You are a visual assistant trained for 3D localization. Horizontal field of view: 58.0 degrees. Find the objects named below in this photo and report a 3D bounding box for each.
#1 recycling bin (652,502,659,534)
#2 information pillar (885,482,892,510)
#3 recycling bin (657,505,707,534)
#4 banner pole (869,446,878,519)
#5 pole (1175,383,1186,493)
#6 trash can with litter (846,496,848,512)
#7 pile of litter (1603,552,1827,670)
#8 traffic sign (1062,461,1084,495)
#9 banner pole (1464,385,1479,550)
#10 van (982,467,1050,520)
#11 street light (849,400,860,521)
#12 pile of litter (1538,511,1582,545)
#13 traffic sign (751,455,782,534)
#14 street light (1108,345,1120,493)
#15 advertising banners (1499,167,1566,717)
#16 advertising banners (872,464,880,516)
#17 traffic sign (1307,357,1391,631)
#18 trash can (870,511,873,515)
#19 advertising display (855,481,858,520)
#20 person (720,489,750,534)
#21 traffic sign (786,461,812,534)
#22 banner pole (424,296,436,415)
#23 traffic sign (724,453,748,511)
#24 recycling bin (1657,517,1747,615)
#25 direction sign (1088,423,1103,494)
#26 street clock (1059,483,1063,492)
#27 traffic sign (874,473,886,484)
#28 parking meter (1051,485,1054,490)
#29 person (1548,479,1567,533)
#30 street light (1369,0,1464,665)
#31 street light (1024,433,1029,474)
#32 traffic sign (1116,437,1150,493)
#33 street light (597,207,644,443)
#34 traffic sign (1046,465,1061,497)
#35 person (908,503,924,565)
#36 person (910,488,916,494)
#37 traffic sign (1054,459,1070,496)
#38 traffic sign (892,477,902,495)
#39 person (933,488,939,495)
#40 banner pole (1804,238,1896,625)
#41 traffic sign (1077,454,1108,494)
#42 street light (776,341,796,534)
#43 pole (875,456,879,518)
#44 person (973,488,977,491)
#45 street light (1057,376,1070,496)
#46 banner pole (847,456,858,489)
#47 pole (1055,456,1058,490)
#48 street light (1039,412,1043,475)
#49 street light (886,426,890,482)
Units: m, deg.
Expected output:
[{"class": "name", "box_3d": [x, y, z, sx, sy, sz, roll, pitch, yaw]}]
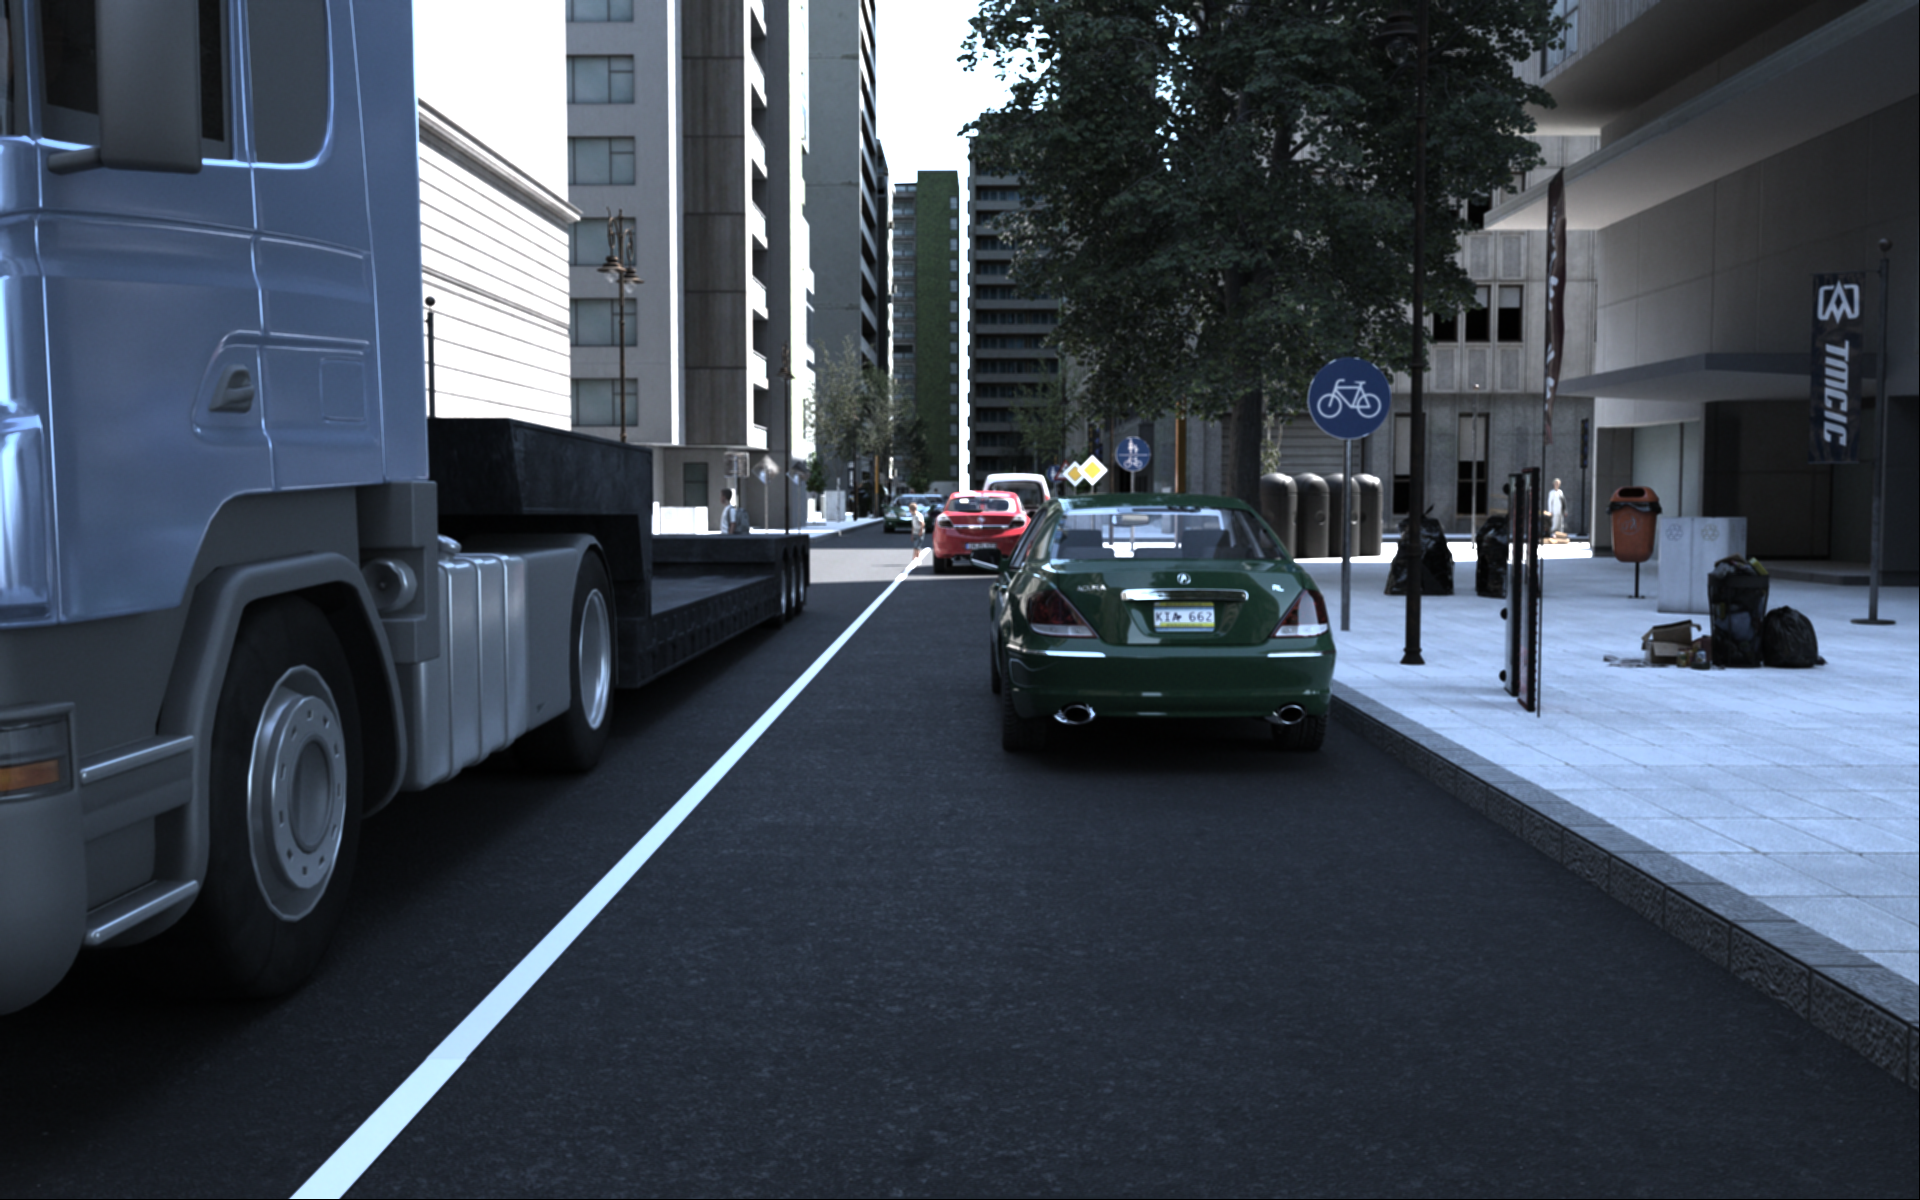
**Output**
[{"class": "recycling bin", "box_3d": [-9.477, -2.415, 52.045, 0.722, 1.027, 0.722, 0, 4, 2]}, {"class": "information pillar", "box_3d": [-4.212, -5.944, 101.672, 0.304, 2.012, 0.304, -2, 4, -29]}, {"class": "recycling bin", "box_3d": [-5.305, -1.269, 33.300, 0.722, 1.027, 0.722, 1, 4, 10]}, {"class": "banner pole", "box_3d": [-4.537, -6.076, 89.357, 0.401, 3.779, 0.863, 1, 4, 17]}, {"class": "pole", "box_3d": [3.998, -2.297, 31.391, 0.158, 3.312, 0.155, 0, 3, 0]}, {"class": "trash can with litter", "box_3d": [-8.011, -6.365, 115.452, 1.055, 1.170, 0.624, 2, 4, 33]}, {"class": "pile of litter", "box_3d": [5.720, 0.052, 13.117, 1.719, 0.858, 1.176, 1, 4, 10]}, {"class": "traffic sign", "box_3d": [3.455, -2.959, 52.029, 0.795, 2.450, 0.064, 0, 4, 1]}, {"class": "banner pole", "box_3d": [11.899, -3.064, 40.106, 0.401, 3.779, 0.863, 1, 4, 12]}, {"class": "van", "box_3d": [1.182, -1.874, 37.656, 2.013, 2.044, 4.112, 0, 4, 1]}, {"class": "street light", "box_3d": [-4.999, -6.685, 82.089, 0.468, 5.910, 1.993, 0, 4, 1]}, {"class": "pile of litter", "box_3d": [14.932, -1.831, 43.903, 1.719, 0.858, 1.176, 1, 4, 12]}, {"class": "traffic sign", "box_3d": [-4.931, -2.478, 44.161, 0.795, 2.450, 0.064, 0, 4, 1]}, {"class": "street light", "box_3d": [3.751, -4.282, 42.800, 0.468, 5.910, 1.993, 0, 4, 1]}, {"class": "advertising banners", "box_3d": [3.417, -0.867, 10.364, 0.090, 3.025, 2.074, 1, 4, 11]}, {"class": "advertising banners", "box_3d": [-4.973, -6.455, 101.729, 0.090, 3.025, 2.074, 1, 4, 12]}, {"class": "traffic sign", "box_3d": [3.621, -0.984, 16.199, 0.768, 2.556, 0.104, 0, 4, 4]}, {"class": "trash can", "box_3d": [-5.676, -5.929, 108.590, 0.748, 1.137, 0.748, 0, 3, 0]}, {"class": "advertising display", "box_3d": [-5.125, -4.913, 85.546, 0.123, 1.923, 0.974, 0, 4, 1]}, {"class": "person", "box_3d": [-3.331, -0.855, 25.079, 0.503, 1.515, 0.523, 3, 5, 43]}, {"class": "traffic sign", "box_3d": [-4.838, -2.967, 52.145, 0.795, 2.450, 0.064, 0, 4, 1]}, {"class": "banner pole", "box_3d": [-6.825, -1.946, 21.828, 0.401, 3.779, 0.863, 2, 4, 31]}, {"class": "traffic sign", "box_3d": [-5.517, -2.479, 42.662, 0.606, 2.300, 0.079, 0, 4, 5]}, {"class": "recycling bin", "box_3d": [8.034, -0.379, 18.751, 0.722, 1.027, 0.722, 3, 5, 40]}, {"class": "direction sign", "box_3d": [4.278, -3.874, 55.330, 0.379, 3.537, 0.876, -1, 4, -18]}, {"class": "street clock", "box_3d": [6.423, -6.405, 109.291, 0.358, 2.002, 0.471, -2, 4, -25]}, {"class": "traffic sign", "box_3d": [-4.795, -6.292, 102.975, 0.768, 2.556, 0.104, 0, 4, 5]}, {"class": "parking meter", "box_3d": [5.897, -6.288, 108.524, 0.399, 1.863, 0.255, -3, 5, -42]}, {"class": "person", "box_3d": [16.280, -2.390, 47.454, 0.818, 1.842, 0.514, 2, 4, 28]}, {"class": "street light", "box_3d": [3.420, -2.454, 12.912, 0.468, 5.910, 1.993, 0, 4, 1]}, {"class": "street light", "box_3d": [4.871, -9.417, 126.759, 0.468, 5.910, 1.993, 0, 4, 1]}, {"class": "traffic sign", "box_3d": [3.852, -2.357, 38.642, 0.768, 2.556, 0.104, 0, 4, 2]}, {"class": "street light", "box_3d": [-5.496, -3.391, 28.226, 0.468, 5.910, 1.993, 0, 4, 1]}, {"class": "traffic sign", "box_3d": [4.163, -4.629, 75.784, 0.768, 2.556, 0.104, 0, 4, 5]}, {"class": "person", "box_3d": [-0.877, -1.331, 34.945, 0.352, 1.250, 0.332, 1, 4, 8]}, {"class": "person", "box_3d": [-3.011, -6.277, 111.102, 0.573, 1.828, 0.580, -3, 5, -44]}, {"class": "traffic sign", "box_3d": [3.957, -3.963, 64.798, 0.884, 2.594, 0.081, 0, 4, 8]}, {"class": "traffic sign", "box_3d": [-4.680, -7.727, 126.342, 0.884, 2.594, 0.081, 0, 4, 5]}, {"class": "person", "box_3d": [-1.397, -6.023, 107.319, 0.599, 1.781, 0.374, 1, 4, 18]}, {"class": "banner pole", "box_3d": [8.854, -1.661, 17.177, 0.863, 3.779, 0.401, 2, 4, 33]}, {"class": "traffic sign", "box_3d": [3.362, -2.471, 44.044, 0.795, 2.450, 0.064, 0, 4, 1]}, {"class": "street light", "box_3d": [-5.241, -4.864, 52.321, 0.468, 5.910, 1.993, 0, 4, 1]}, {"class": "pole", "box_3d": [-4.421, -6.032, 92.471, 0.158, 3.312, 0.155, 0, 3, 0]}, {"class": "person", "box_3d": [0.673, -4.739, 86.818, 0.643, 1.720, 0.563, 2, 4, 32]}, {"class": "street light", "box_3d": [4.070, -5.821, 67.959, 0.468, 5.910, 1.993, 0, 4, 1]}, {"class": "banner pole", "box_3d": [-6.942, -7.535, 113.206, 0.863, 3.779, 0.401, 0, 4, 7]}, {"class": "pole", "box_3d": [5.081, -5.962, 91.320, 0.158, 3.312, 0.155, 0, 3, 0]}, {"class": "street light", "box_3d": [4.497, -7.612, 97.249, 0.468, 5.910, 1.993, 0, 4, 1]}, {"class": "street light", "box_3d": [-4.576, -8.477, 111.379, 0.468, 5.910, 1.993, 0, 4, 1]}]
